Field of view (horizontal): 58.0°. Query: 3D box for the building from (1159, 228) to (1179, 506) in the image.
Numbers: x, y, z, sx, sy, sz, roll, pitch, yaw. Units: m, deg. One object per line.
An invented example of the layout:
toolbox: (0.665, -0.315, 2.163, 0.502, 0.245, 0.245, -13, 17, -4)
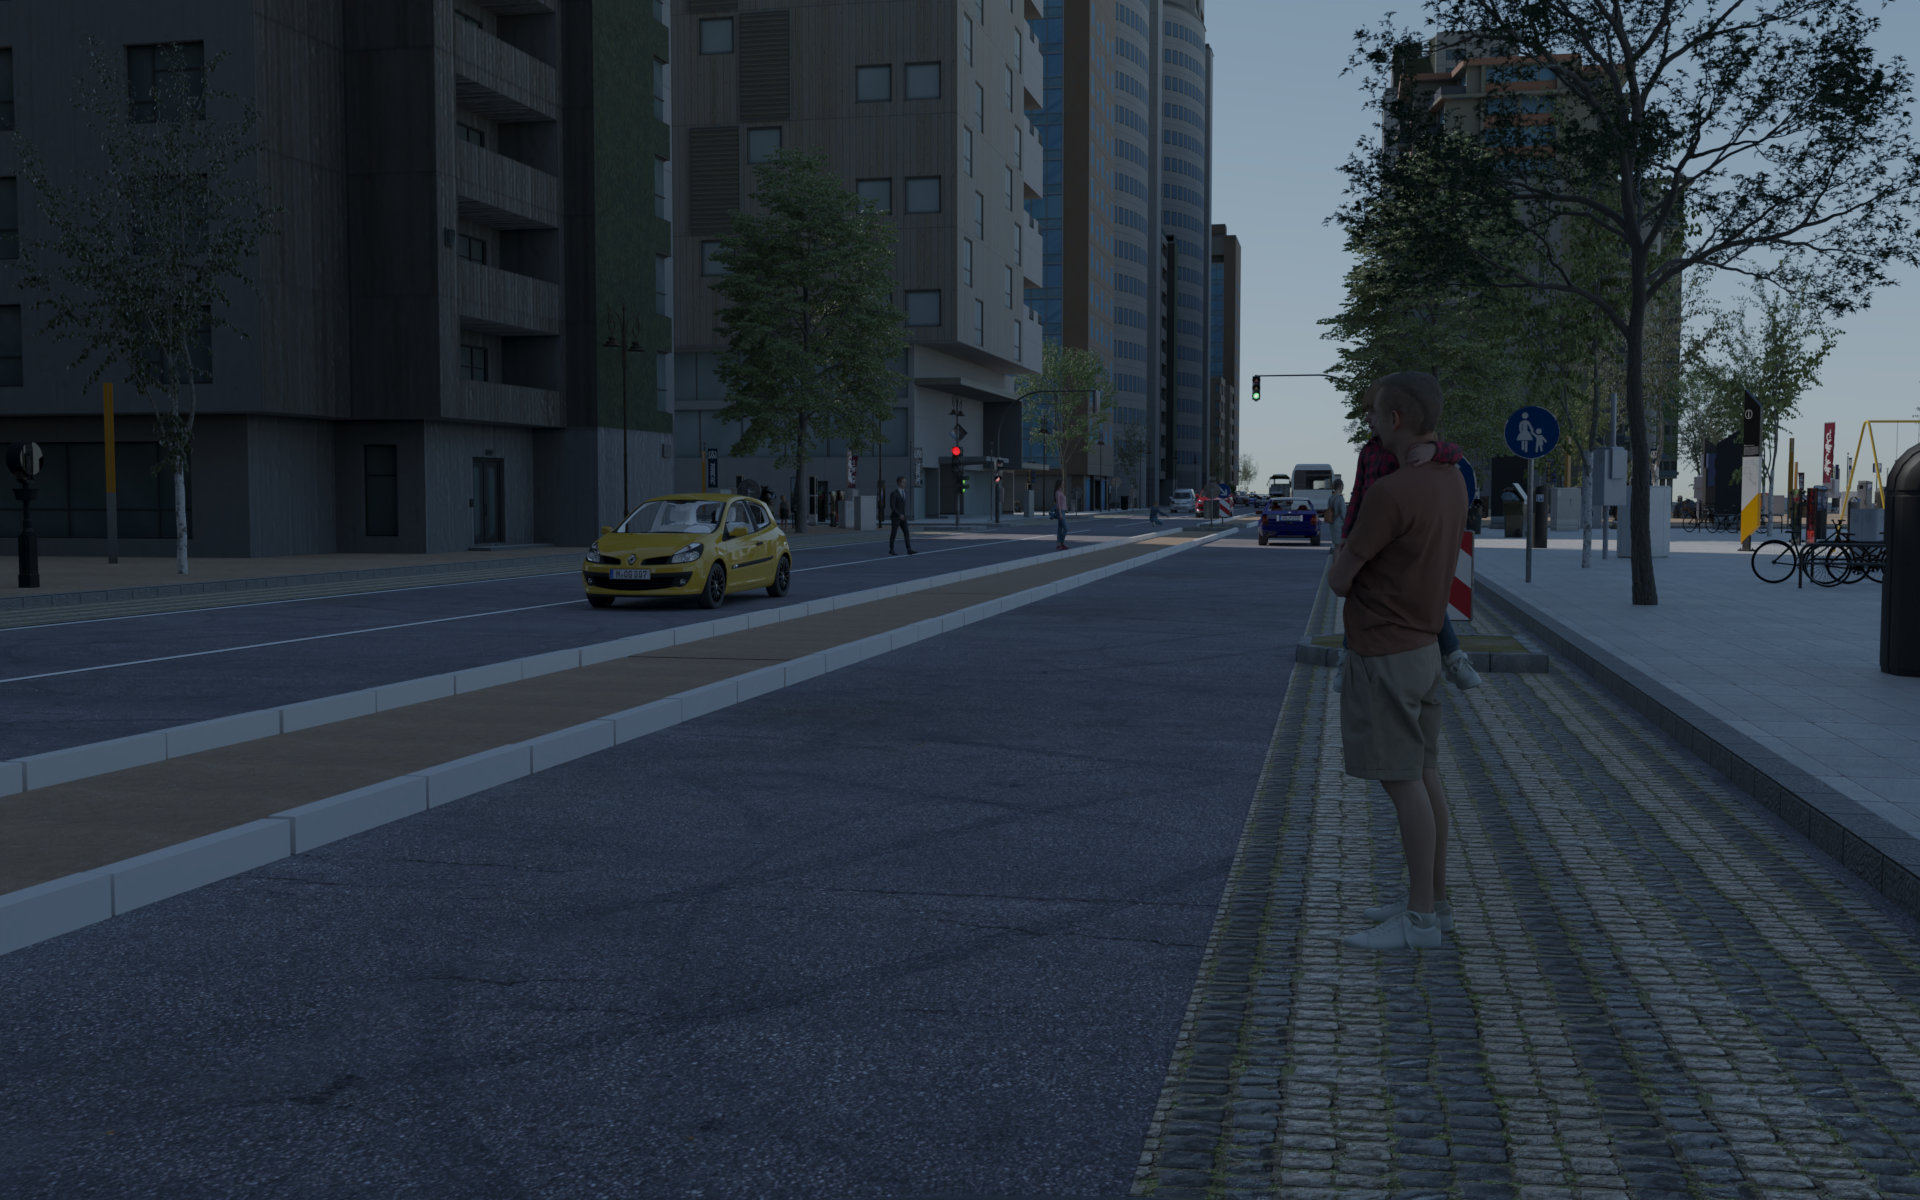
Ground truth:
building: (15.828, -25.387, 186.782, 14.160, 30.474, 14.107, 1, 4, 13)

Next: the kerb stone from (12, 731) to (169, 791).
kerb stone: (-4.421, 0.819, 8.802, 0.120, 0.150, 1.000, 1, 4, 13)

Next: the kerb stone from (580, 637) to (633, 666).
kerb stone: (-3.071, 0.456, 14.798, 0.120, 0.150, 1.000, 1, 4, 13)

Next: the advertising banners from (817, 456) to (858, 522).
advertising banners: (-5.649, -5.063, 78.960, 2.074, 3.025, 0.090, 0, 4, 6)

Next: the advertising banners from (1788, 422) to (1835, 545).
advertising banners: (21.132, -2.860, 42.950, 0.090, 3.025, 2.074, 0, 4, 0)

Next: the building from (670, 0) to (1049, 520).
building: (-10.371, -31.101, 97.741, 28.713, 52.752, 27.495, 1, 4, 13)

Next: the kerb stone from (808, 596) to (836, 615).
kerb stone: (-1.726, 0.085, 20.821, 0.120, 0.150, 1.000, 1, 4, 13)

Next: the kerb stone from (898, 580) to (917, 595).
kerb stone: (-0.832, -0.160, 24.813, 0.120, 0.150, 1.000, 1, 4, 13)

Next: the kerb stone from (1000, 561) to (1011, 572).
kerb stone: (0.737, -0.588, 31.816, 0.120, 0.150, 1.000, 1, 4, 13)

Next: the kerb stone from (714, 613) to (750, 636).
kerb stone: (-2.408, 0.271, 17.807, 0.120, 0.150, 1.000, 1, 4, 13)

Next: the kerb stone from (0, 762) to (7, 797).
kerb stone: (-4.644, 0.881, 7.794, 0.120, 0.150, 1.000, 1, 4, 13)

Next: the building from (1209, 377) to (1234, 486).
building: (28.020, -26.104, 271.842, 27.650, 21.520, 28.899, 1, 4, 13)

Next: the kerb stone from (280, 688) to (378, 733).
kerb stone: (-3.971, 0.697, 10.796, 0.120, 0.150, 1.000, 1, 4, 13)

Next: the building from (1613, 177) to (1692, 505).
building: (66.619, -31.276, 203.243, 32.217, 40.220, 23.993, 1, 4, 13)

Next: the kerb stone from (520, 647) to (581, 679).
kerb stone: (-3.308, 0.514, 13.795, 0.120, 0.150, 1.000, 1, 4, 13)

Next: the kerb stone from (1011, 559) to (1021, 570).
kerb stone: (0.958, -0.649, 32.815, 0.120, 0.150, 1.000, 1, 4, 13)

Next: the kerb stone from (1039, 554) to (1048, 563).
kerb stone: (1.634, -0.834, 35.831, 0.120, 0.150, 1.000, 1, 4, 13)

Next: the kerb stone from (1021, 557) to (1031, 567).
kerb stone: (1.184, -0.711, 33.825, 0.120, 0.150, 1.000, 1, 4, 13)

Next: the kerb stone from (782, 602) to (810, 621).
kerb stone: (-1.956, 0.154, 19.820, 0.120, 0.150, 1.000, 1, 4, 13)

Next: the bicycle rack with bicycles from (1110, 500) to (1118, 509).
bicycle rack with bicycles: (11.454, -7.977, 143.810, 2.925, 0.926, 2.852, 1, 4, 19)

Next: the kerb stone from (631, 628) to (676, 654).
kerb stone: (-2.859, 0.391, 15.798, 0.120, 0.150, 1.000, 1, 4, 13)

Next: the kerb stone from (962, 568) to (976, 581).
kerb stone: (0.063, -0.405, 28.810, 0.120, 0.150, 1.000, 1, 4, 13)

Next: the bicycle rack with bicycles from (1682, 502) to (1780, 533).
bicycle rack with bicycles: (25.760, -2.677, 57.153, 2.852, 0.926, 2.925, -1, 4, -16)

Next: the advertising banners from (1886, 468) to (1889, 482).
advertising banners: (61.172, -7.243, 114.617, 0.090, 3.025, 2.074, 3, 5, 41)

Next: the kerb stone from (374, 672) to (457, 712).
kerb stone: (-3.754, 0.636, 11.800, 0.120, 0.150, 1.000, 1, 4, 13)

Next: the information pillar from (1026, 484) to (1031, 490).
information pillar: (4.804, -7.159, 121.547, 0.304, 2.012, 0.304, -1, 4, -22)

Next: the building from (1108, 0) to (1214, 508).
building: (18.425, -40.693, 207.325, 21.231, 58.520, 28.212, 1, 4, 13)

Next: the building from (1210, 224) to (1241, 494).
building: (39.609, -39.188, 290.830, 14.600, 45.320, 14.200, 1, 4, 13)

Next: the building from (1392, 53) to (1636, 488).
building: (55.783, -31.978, 177.470, 22.147, 44.769, 28.867, 1, 4, 13)

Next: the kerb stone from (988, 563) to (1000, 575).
kerb stone: (0.509, -0.527, 30.820, 0.120, 0.150, 1.000, 1, 4, 13)

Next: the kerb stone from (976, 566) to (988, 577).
kerb stone: (0.284, -0.466, 29.817, 0.120, 0.150, 1.000, 1, 4, 13)

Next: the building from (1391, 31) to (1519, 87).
building: (75.933, -51.070, 273.251, 20.563, 71.187, 20.611, 1, 4, 13)

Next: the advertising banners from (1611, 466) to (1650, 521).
advertising banners: (35.620, -5.842, 91.701, 2.074, 3.025, 0.090, 2, 4, 29)

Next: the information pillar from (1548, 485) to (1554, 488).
information pillar: (47.747, -8.286, 139.966, 0.304, 2.012, 0.304, 0, 4, -4)

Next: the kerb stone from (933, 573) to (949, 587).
kerb stone: (-0.386, -0.283, 26.815, 0.120, 0.150, 1.000, 1, 4, 13)

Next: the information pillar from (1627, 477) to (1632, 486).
information pillar: (29.342, -4.372, 75.974, 0.304, 2.012, 0.304, -2, 4, -29)

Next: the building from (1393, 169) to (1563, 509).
building: (46.648, -23.607, 157.683, 14.160, 30.474, 14.107, 1, 4, 13)

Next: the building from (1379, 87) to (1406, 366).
building: (71.229, -43.274, 249.529, 21.231, 58.520, 28.212, 1, 4, 13)

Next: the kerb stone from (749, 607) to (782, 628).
kerb stone: (-2.181, 0.207, 18.815, 0.120, 0.150, 1.000, 1, 4, 13)

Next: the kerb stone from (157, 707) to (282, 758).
kerb stone: (-4.206, 0.758, 9.801, 0.120, 0.150, 1.000, 1, 4, 13)

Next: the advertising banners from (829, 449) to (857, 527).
advertising banners: (-4.605, -4.356, 67.401, 0.090, 3.025, 2.074, 1, 4, 22)

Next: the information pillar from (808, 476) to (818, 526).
information pillar: (-5.938, -4.004, 69.958, 0.304, 2.012, 0.304, 1, 4, 10)

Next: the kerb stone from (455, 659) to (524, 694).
kerb stone: (-3.527, 0.576, 12.796, 0.120, 0.150, 1.000, 1, 4, 13)

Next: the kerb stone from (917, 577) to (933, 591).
kerb stone: (-0.615, -0.221, 25.812, 0.120, 0.150, 1.000, 1, 4, 13)

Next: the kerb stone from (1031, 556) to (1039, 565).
kerb stone: (1.401, -0.773, 34.826, 0.120, 0.150, 1.000, 1, 4, 13)

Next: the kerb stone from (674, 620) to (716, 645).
kerb stone: (-2.631, 0.329, 16.809, 0.120, 0.150, 1.000, 1, 4, 13)

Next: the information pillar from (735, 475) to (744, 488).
information pillar: (-8.607, -3.867, 67.718, 0.304, 2.012, 0.304, 0, 4, 5)

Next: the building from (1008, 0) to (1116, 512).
building: (4.090, -29.537, 133.035, 14.600, 45.320, 14.200, 1, 4, 13)

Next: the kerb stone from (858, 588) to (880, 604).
kerb stone: (-1.282, -0.036, 22.818, 0.120, 0.150, 1.000, 1, 4, 13)

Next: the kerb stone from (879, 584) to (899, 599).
kerb stone: (-1.060, -0.096, 23.816, 0.120, 0.150, 1.000, 1, 4, 13)

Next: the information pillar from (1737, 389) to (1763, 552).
information pillar: (17.643, -2.890, 38.603, 0.183, 3.616, 0.504, -1, 4, -20)

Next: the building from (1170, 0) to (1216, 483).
building: (25.769, -49.301, 244.327, 20.563, 71.187, 20.611, 1, 4, 13)

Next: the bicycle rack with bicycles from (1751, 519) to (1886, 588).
bicycle rack with bicycles: (12.581, -0.653, 24.066, 2.925, 0.926, 2.852, 2, 4, 32)

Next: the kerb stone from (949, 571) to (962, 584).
kerb stone: (-0.169, -0.344, 27.814, 0.120, 0.150, 1.000, 1, 4, 13)

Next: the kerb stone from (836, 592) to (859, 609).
kerb stone: (-1.499, 0.023, 21.819, 0.120, 0.150, 1.000, 1, 4, 13)
